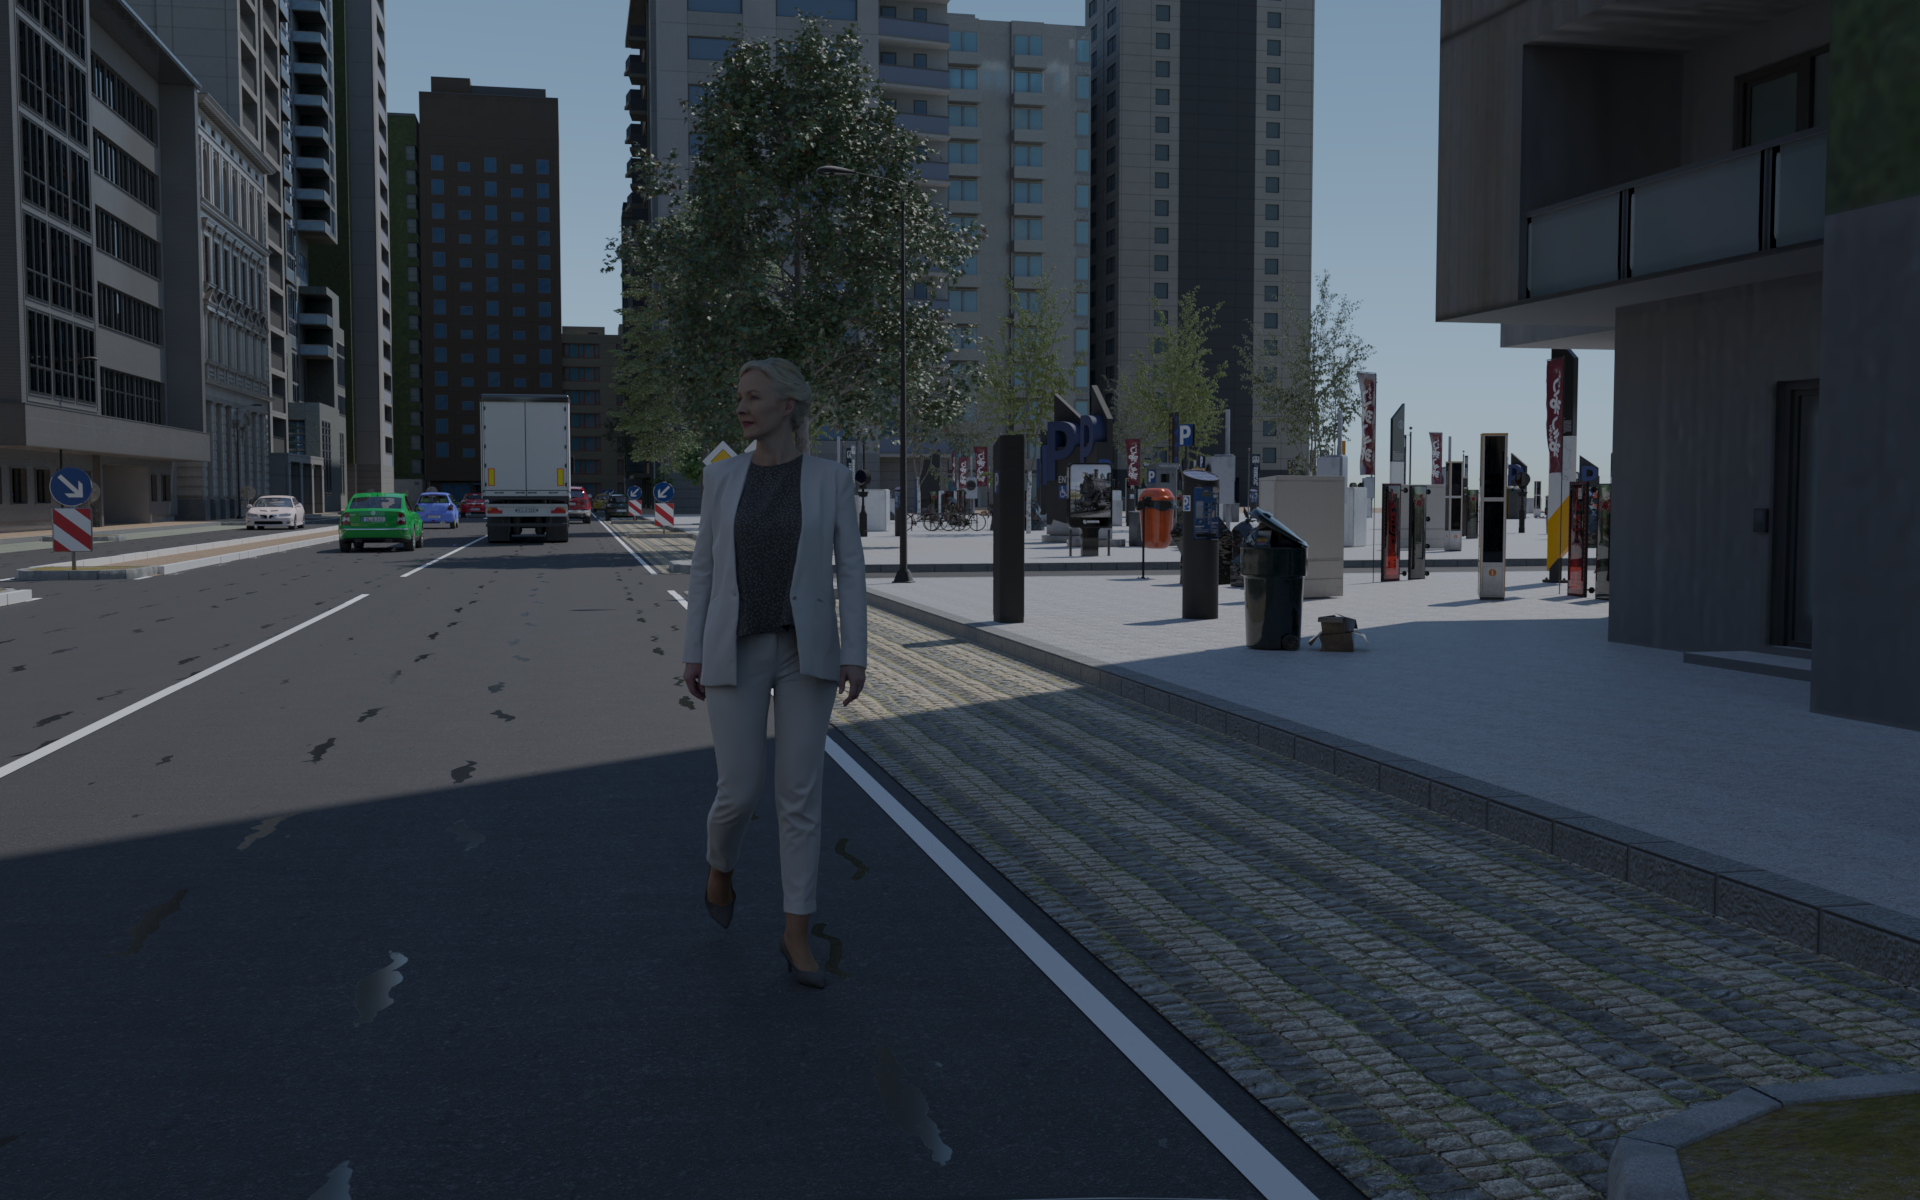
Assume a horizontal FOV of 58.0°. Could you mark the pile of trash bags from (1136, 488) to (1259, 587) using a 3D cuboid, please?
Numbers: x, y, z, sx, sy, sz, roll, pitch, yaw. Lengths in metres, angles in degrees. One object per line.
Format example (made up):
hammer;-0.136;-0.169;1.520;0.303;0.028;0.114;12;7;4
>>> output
pile of trash bags;3.795;-0.950;25.279;1.912;1.369;3.447;-3;4;-36

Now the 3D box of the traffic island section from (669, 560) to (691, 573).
traffic island section;-4.398;-0.621;32.440;2.009;0.180;2.903;-1;4;-13

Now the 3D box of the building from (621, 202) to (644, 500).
building;-26.944;-24.645;174.642;14.160;30.474;14.107;-1;4;-13

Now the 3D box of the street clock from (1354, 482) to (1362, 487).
street clock;24.746;-6.253;106.812;0.471;2.002;0.358;1;4;20

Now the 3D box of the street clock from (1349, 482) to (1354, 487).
street clock;24.438;-6.307;107.687;0.471;2.002;0.358;-2;4;-30

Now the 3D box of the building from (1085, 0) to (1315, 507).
building;23.428;-45.506;182.278;20.611;71.187;20.563;-1;4;-13

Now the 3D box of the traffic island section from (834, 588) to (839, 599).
traffic island section;-2.653;-0.145;24.647;2.009;0.180;2.903;-1;4;-13

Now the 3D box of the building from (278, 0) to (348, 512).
building;-59.307;-50.128;132.265;22.319;86.520;31.000;-1;4;-13

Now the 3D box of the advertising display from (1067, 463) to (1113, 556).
advertising display;2.679;-1.868;35.752;0.974;1.923;0.123;-1;4;-17

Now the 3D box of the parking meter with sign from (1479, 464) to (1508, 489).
parking meter with sign;24.919;-5.232;81.798;1.738;3.016;0.543;2;4;34

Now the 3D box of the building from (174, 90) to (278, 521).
building;-42.856;-15.987;90.272;11.050;23.489;19.941;-1;4;-13

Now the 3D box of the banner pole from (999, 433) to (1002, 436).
banner pole;1.635;-4.991;71.621;0.401;3.779;0.863;0;4;-4

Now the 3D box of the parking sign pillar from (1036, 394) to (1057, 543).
parking sign pillar;2.891;-3.523;46.075;1.447;3.967;1.447;-3;5;-40

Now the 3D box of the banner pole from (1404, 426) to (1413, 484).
banner pole;16.475;-4.539;64.229;0.863;3.779;0.401;3;5;40

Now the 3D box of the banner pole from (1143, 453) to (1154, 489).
banner pole;11.615;-7.101;106.122;0.863;3.779;0.401;1;4;21

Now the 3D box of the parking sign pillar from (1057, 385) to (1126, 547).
parking sign pillar;3.343;-3.296;42.359;1.447;3.967;1.447;-1;4;-13

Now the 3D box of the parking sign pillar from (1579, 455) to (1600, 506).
parking sign pillar;43.414;-8.014;119.500;1.447;3.967;1.447;0;4;5

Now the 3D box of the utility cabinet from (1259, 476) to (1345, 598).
utility cabinet;4.167;-0.764;21.175;1.173;1.500;0.318;-2;4;-34

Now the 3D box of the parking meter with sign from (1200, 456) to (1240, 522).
parking meter with sign;11.840;-5.054;78.897;1.738;3.016;0.543;0;4;-6

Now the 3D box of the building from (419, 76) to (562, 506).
building;-51.119;-33.047;190.432;14.200;45.320;14.600;-1;4;-13

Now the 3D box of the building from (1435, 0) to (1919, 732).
building;11.470;-20.092;12.093;14.154;41.232;14.086;-1;4;-13

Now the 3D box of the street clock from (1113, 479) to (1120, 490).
street clock;7.568;-4.908;84.815;0.471;2.002;0.358;-1;4;-22

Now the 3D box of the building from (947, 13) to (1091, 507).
building;-1.921;-34.009;175.655;30.456;49.044;23.786;-1;4;-13

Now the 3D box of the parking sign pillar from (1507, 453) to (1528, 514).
parking sign pillar;36.191;-7.584;112.476;1.447;3.967;1.447;-2;4;-30

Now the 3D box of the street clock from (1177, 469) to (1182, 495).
street clock;5.639;-2.538;46.067;0.471;2.002;0.358;0;4;0

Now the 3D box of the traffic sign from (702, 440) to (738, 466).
traffic sign;-4.419;-1.756;32.358;0.795;2.450;0.064;-1;4;-13

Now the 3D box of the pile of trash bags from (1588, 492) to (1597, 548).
pile of trash bags;16.008;-2.019;42.758;1.912;1.369;3.447;1;4;12

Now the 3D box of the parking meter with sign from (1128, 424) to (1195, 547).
parking meter with sign;4.949;-2.841;42.706;1.738;3.016;0.543;-2;4;-34

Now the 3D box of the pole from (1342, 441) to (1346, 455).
pole;14.656;-4.428;66.240;0.158;3.312;0.155;0;3;0

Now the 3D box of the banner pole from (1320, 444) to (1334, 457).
banner pole;18.425;-5.923;86.857;0.863;3.779;0.401;0;4;5

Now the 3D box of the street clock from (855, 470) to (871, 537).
street clock;-2.893;-2.884;51.725;0.471;2.002;0.358;3;5;40

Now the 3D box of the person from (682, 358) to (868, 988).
person;-0.586;0.187;5.322;0.514;1.842;0.818;-1;4;-20

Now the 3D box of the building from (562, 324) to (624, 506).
building;-31.759;-21.913;203.313;28.899;21.520;27.650;-1;4;-13

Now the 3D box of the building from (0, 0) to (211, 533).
building;-38.984;-15.055;65.215;14.314;24.678;30.058;-1;4;-13

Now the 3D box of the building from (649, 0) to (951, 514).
building;-11.756;-35.662;125.080;21.231;58.520;28.212;-1;4;-13

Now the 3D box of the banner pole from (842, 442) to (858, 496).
banner pole;-5.347;-5.660;82.551;0.863;3.779;0.401;-1;4;-9

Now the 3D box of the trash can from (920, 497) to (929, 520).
trash can;-1.705;-4.470;84.738;0.748;1.137;0.748;0;3;0

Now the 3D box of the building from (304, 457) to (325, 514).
building;-51.819;-40.964;108.011;20.563;71.187;20.611;-1;4;-13

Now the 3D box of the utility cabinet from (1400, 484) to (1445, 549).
utility cabinet;10.710;-1.922;40.098;1.173;1.500;0.318;0;4;-3

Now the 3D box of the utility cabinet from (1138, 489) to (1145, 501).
utility cabinet;8.539;-4.188;77.155;1.173;1.500;0.318;1;4;18

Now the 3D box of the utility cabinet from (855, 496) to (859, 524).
utility cabinet;-4.233;-3.499;68.375;0.306;1.237;1.020;-1;4;-20

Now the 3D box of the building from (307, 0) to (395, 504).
building;-68.434;-37.899;161.650;28.212;58.520;21.231;-1;4;-13

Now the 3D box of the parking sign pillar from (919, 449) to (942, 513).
parking sign pillar;-1.734;-7.006;103.016;1.447;3.967;1.447;1;4;19

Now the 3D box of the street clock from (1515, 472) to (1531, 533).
street clock;18.497;-3.205;56.975;0.471;2.002;0.358;2;4;24

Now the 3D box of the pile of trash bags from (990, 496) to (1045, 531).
pile of trash bags;2.664;-3.148;61.230;3.447;1.369;1.912;1;4;12

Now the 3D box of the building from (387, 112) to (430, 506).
building;-65.243;-30.843;187.872;14.086;41.232;14.154;-1;4;-13

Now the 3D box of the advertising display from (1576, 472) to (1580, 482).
advertising display;17.312;-2.710;49.521;0.974;1.923;0.123;-2;4;-29

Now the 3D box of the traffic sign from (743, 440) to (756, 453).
traffic sign;-2.675;-1.280;24.565;0.795;2.450;0.064;-1;4;-13

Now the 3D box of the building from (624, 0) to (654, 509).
building;-18.149;-30.507;153.416;22.147;44.769;28.867;-1;4;-13
